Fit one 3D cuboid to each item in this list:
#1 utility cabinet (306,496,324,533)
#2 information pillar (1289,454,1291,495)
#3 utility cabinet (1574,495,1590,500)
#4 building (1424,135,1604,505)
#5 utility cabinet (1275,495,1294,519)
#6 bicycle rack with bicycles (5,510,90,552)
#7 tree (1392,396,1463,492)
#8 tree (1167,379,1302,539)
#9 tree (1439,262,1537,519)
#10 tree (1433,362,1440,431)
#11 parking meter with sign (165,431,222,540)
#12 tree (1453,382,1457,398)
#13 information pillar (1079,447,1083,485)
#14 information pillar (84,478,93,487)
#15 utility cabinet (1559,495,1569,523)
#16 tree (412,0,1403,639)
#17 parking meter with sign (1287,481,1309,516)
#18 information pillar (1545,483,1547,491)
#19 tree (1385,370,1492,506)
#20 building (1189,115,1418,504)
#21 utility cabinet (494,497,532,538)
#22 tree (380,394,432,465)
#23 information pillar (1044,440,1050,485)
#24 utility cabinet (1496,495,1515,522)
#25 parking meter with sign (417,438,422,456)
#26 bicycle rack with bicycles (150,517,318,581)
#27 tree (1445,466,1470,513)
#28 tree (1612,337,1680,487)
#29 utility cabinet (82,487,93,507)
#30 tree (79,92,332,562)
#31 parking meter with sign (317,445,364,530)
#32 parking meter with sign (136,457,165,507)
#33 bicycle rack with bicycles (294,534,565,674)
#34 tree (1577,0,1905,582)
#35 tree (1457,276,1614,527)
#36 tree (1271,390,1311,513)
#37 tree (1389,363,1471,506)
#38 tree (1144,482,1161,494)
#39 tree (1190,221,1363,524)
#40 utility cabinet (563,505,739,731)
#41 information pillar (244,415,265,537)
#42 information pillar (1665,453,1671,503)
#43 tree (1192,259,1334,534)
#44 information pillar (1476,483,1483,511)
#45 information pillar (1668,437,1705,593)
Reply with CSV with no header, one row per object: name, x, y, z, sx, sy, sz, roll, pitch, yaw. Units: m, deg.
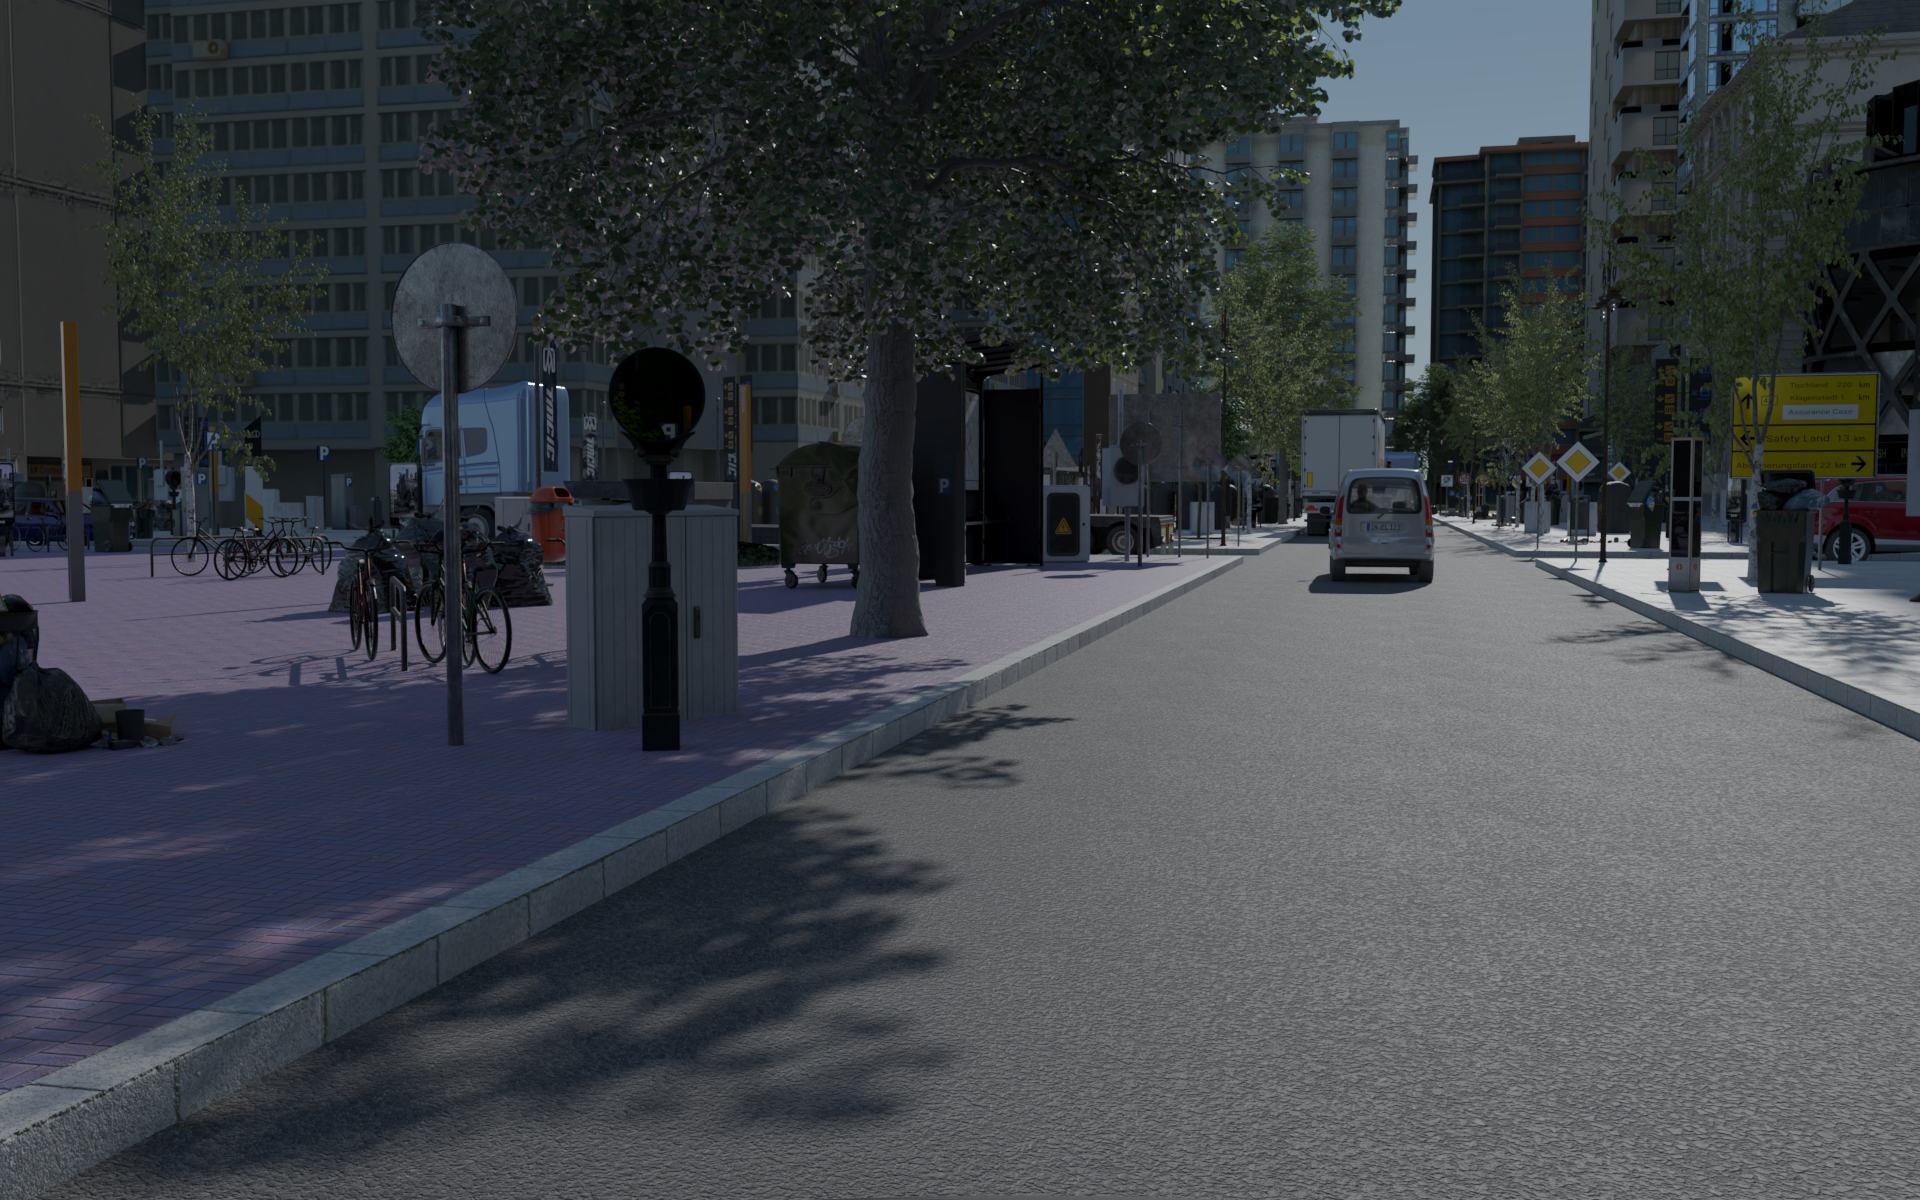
utility cabinet,-21.385,-2.831,57.442,0.306,1.237,1.020,-3,4,-36
information pillar,18.601,-6.502,97.666,0.183,3.616,0.504,1,4,14
utility cabinet,32.884,-4.916,91.531,1.020,1.237,0.306,-2,4,-34
building,71.364,-34.262,214.808,28.867,44.769,22.147,1,4,13
utility cabinet,17.030,-4.887,91.063,1.020,1.237,0.306,2,4,28
bicycle rack with bicycles,-21.042,-1.551,38.737,2.852,0.926,2.925,0,4,1
tree,45.762,-14.873,168.936,9.928,11.665,9.643,0,3,0
tree,6.819,-4.025,49.520,4.285,4.588,4.351,0,3,0
tree,17.842,-6.313,53.580,4.737,8.622,4.395,0,3,0
tree,26.189,-8.467,88.801,4.737,8.622,4.395,0,3,0
parking meter with sign,-21.430,-3.197,48.525,1.738,3.016,0.543,2,4,32
tree,21.499,-7.135,67.016,4.360,8.622,3.978,0,3,0
information pillar,6.088,-5.866,87.262,0.183,3.616,0.504,-1,4,-14
information pillar,-40.069,-4.597,79.652,0.304,2.012,0.304,-3,5,-39
utility cabinet,26.968,-4.104,78.267,1.020,1.237,0.306,1,4,12
tree,-0.585,-6.651,15.396,9.857,13.997,8.962,0,3,0
parking meter with sign,19.068,-6.279,98.928,1.738,3.016,0.543,2,4,24
information pillar,30.750,-5.257,90.440,0.304,2.012,0.304,0,4,4
tree,35.655,-11.937,129.583,8.767,10.594,7.601,-2,4,-23
building,42.721,-36.874,222.504,30.456,49.044,23.786,1,4,13
utility cabinet,-9.678,-1.636,37.905,0.306,1.237,1.020,2,4,35
tree,-17.531,-4.486,57.060,4.285,4.588,4.351,0,3,0
information pillar,3.671,-5.060,74.086,0.183,3.616,0.504,2,4,35
utility cabinet,24.754,-4.123,78.580,0.306,1.237,1.020,-1,4,-17
parking meter with sign,-16.561,-3.496,53.427,0.543,3.016,1.738,-1,4,-10
bicycle rack with bicycles,-11.096,-0.842,27.152,2.852,0.926,2.925,2,4,31
tree,33.702,-7.514,117.449,1.663,3.219,1.824,0,3,0
tree,32.062,-8.057,82.087,4.360,8.622,3.978,0,3,0
utility cabinet,-27.363,-2.805,54.539,0.318,1.500,1.173,2,4,27
tree,-14.280,-5.013,32.317,4.737,8.622,4.395,0,3,0
parking meter with sign,-22.121,-4.019,61.966,1.738,3.016,0.543,2,4,24
parking meter with sign,-38.176,-5.259,82.247,1.738,3.016,0.543,1,4,19
bicycle rack with bicycles,-3.582,-0.006,13.475,2.852,0.926,2.925,-1,4,-19
tree,11.599,-4.591,25.432,4.737,8.622,4.395,0,3,0
tree,19.826,-6.683,59.627,4.360,8.622,3.978,0,3,0
tree,22.666,-10.067,114.953,4.737,8.622,4.395,0,3,0
tree,41.021,-14.142,149.354,7.486,12.596,7.792,0,3,0
tree,11.100,-6.437,99.846,1.663,3.219,1.824,0,3,0
tree,13.235,-9.467,72.917,7.486,12.596,7.792,0,3,0
utility cabinet,-1.722,0.084,9.791,0.306,1.237,1.020,3,5,42
information pillar,-20.967,-3.676,51.459,0.504,3.616,0.183,-2,4,-30
information pillar,36.004,-5.913,88.039,0.183,3.616,0.504,0,4,3
tree,9.442,-6.393,54.894,4.360,8.622,3.978,0,3,0
information pillar,33.212,-6.500,110.761,0.304,2.012,0.304,-2,4,-24
information pillar,9.477,-1.108,22.613,0.304,2.012,0.304,-3,5,-42
